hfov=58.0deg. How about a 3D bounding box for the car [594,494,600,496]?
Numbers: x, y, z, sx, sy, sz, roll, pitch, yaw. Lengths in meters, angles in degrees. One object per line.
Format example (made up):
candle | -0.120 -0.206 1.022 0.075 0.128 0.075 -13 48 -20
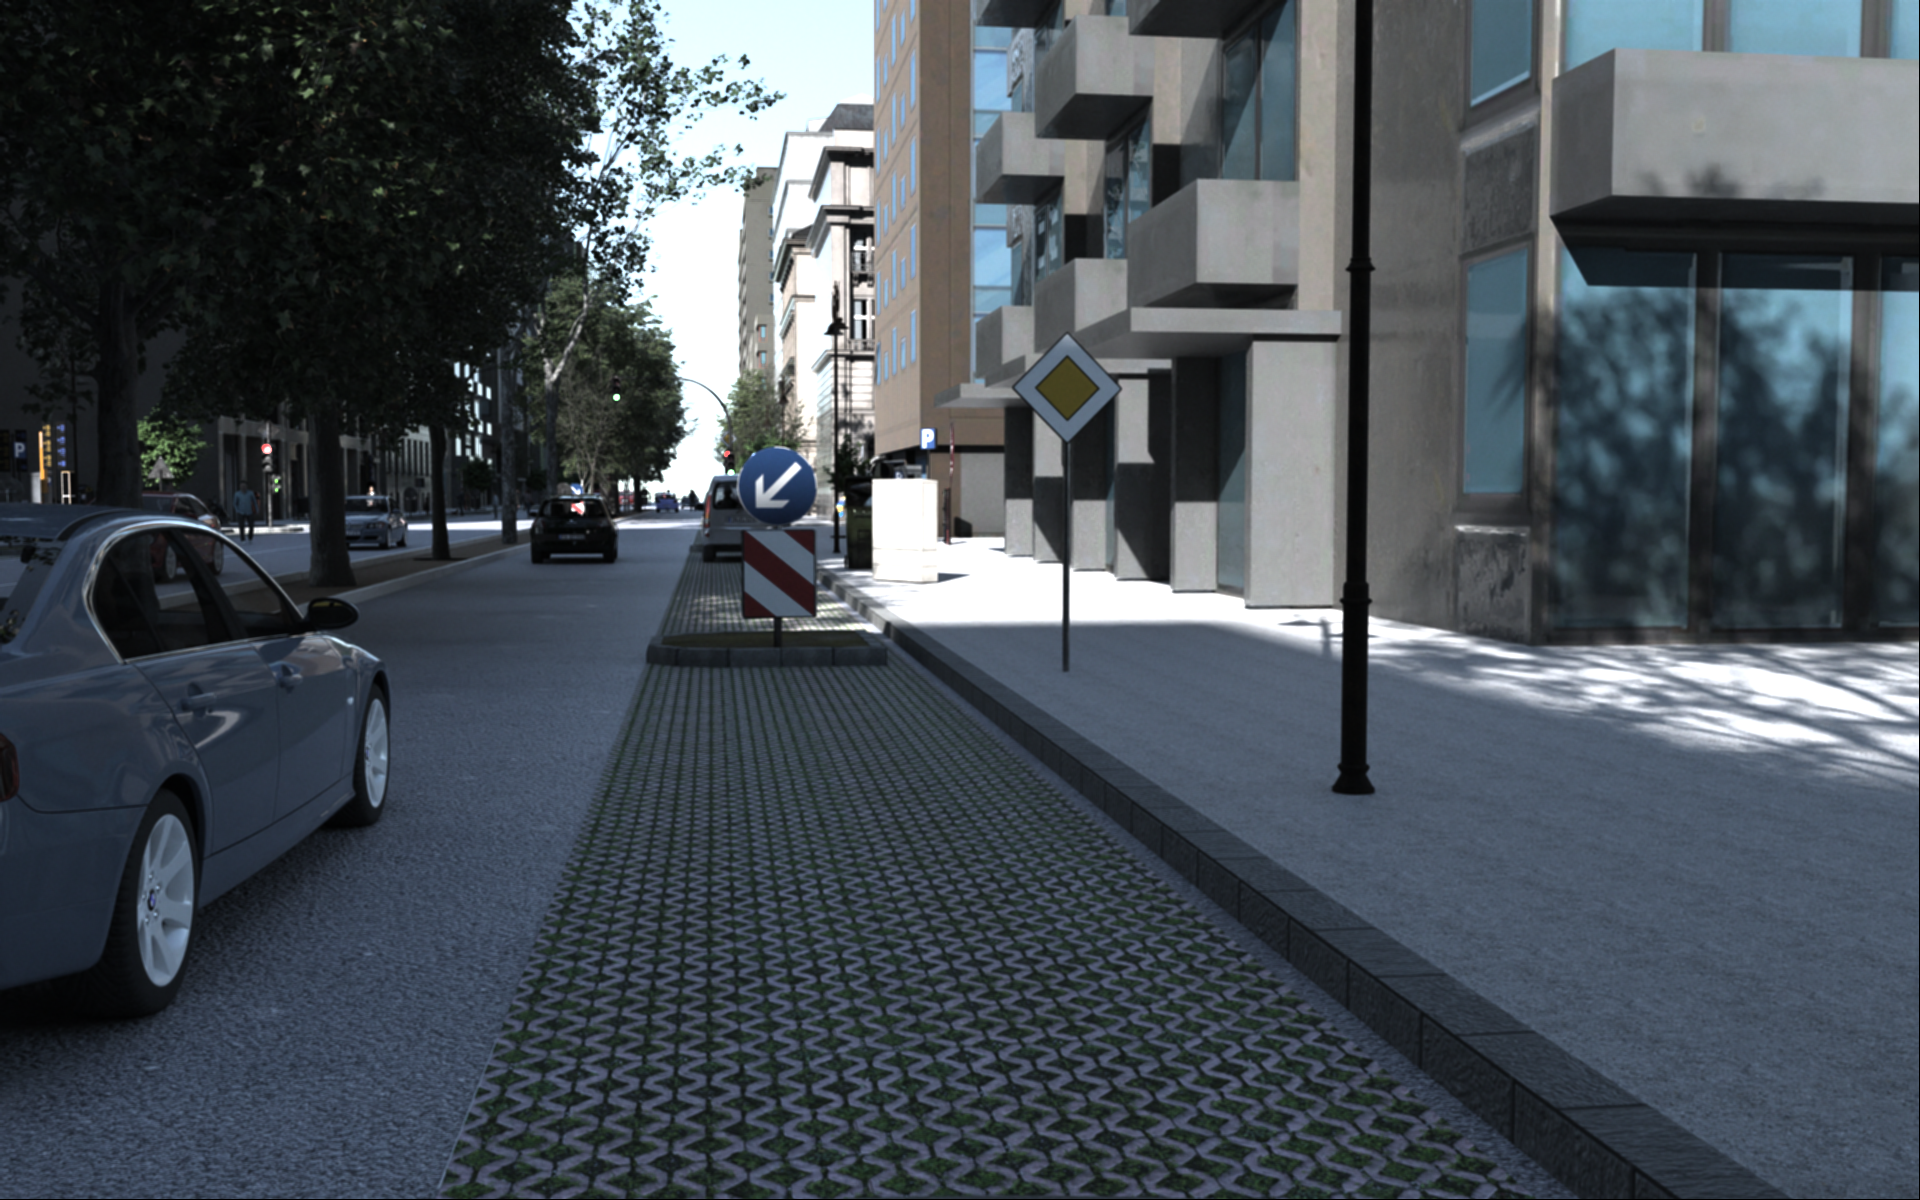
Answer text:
car | -26.393 -6.979 123.894 2.009 1.686 4.222 0 4 -6

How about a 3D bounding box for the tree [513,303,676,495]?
tree | -17.988 -8.992 83.891 8.767 10.594 7.601 -1 4 -8

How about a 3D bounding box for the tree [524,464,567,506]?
tree | -46.461 -12.709 191.507 4.285 4.588 4.351 0 3 0

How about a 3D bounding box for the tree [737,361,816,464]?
tree | -9.983 -8.862 95.250 4.360 8.622 3.978 0 3 0

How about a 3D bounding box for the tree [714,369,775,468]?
tree | -18.875 -14.606 156.942 7.486 12.596 7.792 0 3 0

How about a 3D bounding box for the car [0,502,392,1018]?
car | -3.203 0.372 5.928 2.014 1.417 4.499 0 4 -7

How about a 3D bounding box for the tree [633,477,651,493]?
tree | -23.575 -10.404 122.929 4.360 8.622 3.978 0 3 0

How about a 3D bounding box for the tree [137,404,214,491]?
tree | -28.878 -4.834 62.755 4.285 4.588 4.351 0 3 0

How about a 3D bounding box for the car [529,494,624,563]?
car | -8.276 -1.683 37.301 2.009 1.686 4.222 -1 4 -10

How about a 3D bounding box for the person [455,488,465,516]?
person | -32.720 -6.402 113.343 0.661 1.801 0.590 3 5 42

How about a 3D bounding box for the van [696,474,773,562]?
van | -4.749 -1.875 37.675 2.013 2.044 4.112 0 4 -7

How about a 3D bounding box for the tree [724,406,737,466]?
tree | -16.584 -11.356 136.029 4.360 8.622 3.978 0 3 0

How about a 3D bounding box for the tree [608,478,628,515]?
tree | -22.956 -10.123 118.331 4.737 8.622 4.395 0 3 0

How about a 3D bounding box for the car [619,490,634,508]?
car | -35.628 -10.788 185.058 2.281 1.827 5.304 0 4 -6

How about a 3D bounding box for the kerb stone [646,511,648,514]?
kerb stone | -21.970 -6.005 120.380 0.120 0.150 1.000 -1 4 -8

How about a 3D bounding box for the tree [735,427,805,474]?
tree | -9.190 -6.166 84.526 4.285 4.588 4.351 0 3 0

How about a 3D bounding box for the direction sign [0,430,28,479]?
direction sign | -33.302 -4.218 60.964 0.876 3.537 0.379 -1 4 -20

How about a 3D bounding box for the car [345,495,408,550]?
car | -15.781 -2.073 45.904 2.014 1.417 4.499 -1 4 -9

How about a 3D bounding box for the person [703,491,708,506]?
person | -8.909 -3.284 62.212 0.660 1.820 0.620 -1 4 -12

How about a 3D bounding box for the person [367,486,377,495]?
person | -26.398 -4.225 77.860 0.520 1.790 0.573 -2 4 -27

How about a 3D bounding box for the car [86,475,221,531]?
car | -13.795 -1.227 29.103 2.155 1.783 4.494 -1 4 -8

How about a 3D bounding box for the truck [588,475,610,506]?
truck | -43.330 -13.475 209.236 2.839 4.237 11.283 -1 4 -10

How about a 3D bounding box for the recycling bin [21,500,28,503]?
recycling bin | -39.062 -3.675 72.646 0.722 1.027 0.722 3 5 43

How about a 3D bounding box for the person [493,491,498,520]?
person | -26.207 -5.345 97.694 0.330 1.601 0.589 0 4 4

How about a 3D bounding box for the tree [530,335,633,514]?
tree | -16.994 -7.654 77.962 4.360 8.622 3.978 0 3 0

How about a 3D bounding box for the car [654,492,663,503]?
car | -49.006 -16.848 284.143 2.281 1.827 5.304 -1 4 -9

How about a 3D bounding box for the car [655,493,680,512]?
car | -22.986 -7.739 136.122 1.945 1.707 3.694 0 4 -8

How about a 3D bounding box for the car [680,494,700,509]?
car | -25.787 -9.385 165.450 2.014 1.417 4.499 -1 4 -9

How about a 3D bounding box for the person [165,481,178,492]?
person | -23.886 -2.674 52.326 0.635 1.810 0.391 -3 5 -45

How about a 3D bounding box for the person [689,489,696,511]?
person | -22.393 -8.372 145.182 0.655 1.846 0.447 -1 4 -13

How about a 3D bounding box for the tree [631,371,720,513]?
tree | -24.611 -13.437 132.524 12.009 13.543 11.850 0 3 0

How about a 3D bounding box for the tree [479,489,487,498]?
tree | -39.953 -9.158 144.331 1.663 3.219 1.824 0 3 0

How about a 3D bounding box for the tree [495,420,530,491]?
tree | -42.111 -13.110 164.712 4.360 8.622 3.978 0 3 0

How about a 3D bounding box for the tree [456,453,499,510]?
tree | -38.681 -9.491 138.895 4.285 4.588 4.351 0 3 0

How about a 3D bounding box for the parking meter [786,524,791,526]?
parking meter | -6.905 -3.867 68.941 0.255 1.863 0.399 0 4 6

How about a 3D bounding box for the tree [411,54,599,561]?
tree | -11.309 -6.658 37.078 9.928 11.665 9.643 0 3 0

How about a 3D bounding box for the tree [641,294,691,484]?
tree | -19.068 -11.229 92.703 9.857 13.997 8.962 0 3 0

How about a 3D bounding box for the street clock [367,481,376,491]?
street clock | -32.297 -5.534 95.056 0.471 2.002 0.358 2 4 28

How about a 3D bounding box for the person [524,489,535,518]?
person | -25.361 -5.670 101.802 0.593 1.750 0.643 1 4 22

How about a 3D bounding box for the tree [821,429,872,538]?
tree | -3.405 -3.435 50.756 1.663 3.219 1.824 0 3 0

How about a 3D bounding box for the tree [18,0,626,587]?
tree | -9.695 -7.167 26.285 9.857 13.997 8.962 0 3 0

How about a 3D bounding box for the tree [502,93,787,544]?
tree | -11.554 -11.615 48.246 12.611 20.169 13.585 0 3 0

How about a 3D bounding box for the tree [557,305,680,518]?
tree | -20.391 -11.085 101.823 7.486 12.596 7.792 0 3 0

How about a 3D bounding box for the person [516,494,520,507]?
person | -20.279 -4.282 78.293 0.659 1.850 0.755 0 4 -6

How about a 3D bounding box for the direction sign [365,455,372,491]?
direction sign | -34.262 -6.630 100.403 0.379 3.537 0.876 0 4 6

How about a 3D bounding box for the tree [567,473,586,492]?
tree | -51.276 -14.643 223.121 4.285 4.588 4.351 0 3 0

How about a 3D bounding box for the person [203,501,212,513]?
person | -20.041 -2.009 46.015 0.373 1.253 0.362 -1 4 -10

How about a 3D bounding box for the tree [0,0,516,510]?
tree | -8.107 -5.927 16.378 9.611 12.733 9.660 0 3 0

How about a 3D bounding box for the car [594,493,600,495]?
car | -39.410 -10.869 187.293 1.945 1.707 3.694 0 4 -6

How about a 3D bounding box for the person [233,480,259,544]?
person | -20.443 -2.512 49.591 0.660 1.820 0.620 -2 4 -30

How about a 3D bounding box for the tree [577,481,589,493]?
tree | -57.890 -16.658 266.960 1.663 3.219 1.824 0 3 0

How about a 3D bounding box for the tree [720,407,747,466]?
tree | -29.848 -19.875 235.326 12.009 13.543 11.850 0 3 0

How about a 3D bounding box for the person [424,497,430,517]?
person | -32.128 -5.573 104.280 0.373 1.253 0.362 2 4 34

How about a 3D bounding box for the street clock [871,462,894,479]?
street clock | -1.735 -2.109 39.050 0.471 2.002 0.358 1 4 23

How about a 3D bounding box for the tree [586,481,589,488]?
tree | -56.468 -16.648 255.908 4.285 4.588 4.351 0 3 0

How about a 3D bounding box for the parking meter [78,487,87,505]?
parking meter | -30.621 -3.175 60.317 0.372 1.533 0.369 0 3 0

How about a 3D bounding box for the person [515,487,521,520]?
person | -24.267 -5.257 94.626 0.473 1.802 0.592 -2 4 -28

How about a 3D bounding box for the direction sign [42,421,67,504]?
direction sign | -28.247 -3.797 54.079 0.876 3.537 0.379 1 4 16

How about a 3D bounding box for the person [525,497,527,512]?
person | -35.135 -8.029 140.779 0.512 1.701 0.522 -1 4 -13
